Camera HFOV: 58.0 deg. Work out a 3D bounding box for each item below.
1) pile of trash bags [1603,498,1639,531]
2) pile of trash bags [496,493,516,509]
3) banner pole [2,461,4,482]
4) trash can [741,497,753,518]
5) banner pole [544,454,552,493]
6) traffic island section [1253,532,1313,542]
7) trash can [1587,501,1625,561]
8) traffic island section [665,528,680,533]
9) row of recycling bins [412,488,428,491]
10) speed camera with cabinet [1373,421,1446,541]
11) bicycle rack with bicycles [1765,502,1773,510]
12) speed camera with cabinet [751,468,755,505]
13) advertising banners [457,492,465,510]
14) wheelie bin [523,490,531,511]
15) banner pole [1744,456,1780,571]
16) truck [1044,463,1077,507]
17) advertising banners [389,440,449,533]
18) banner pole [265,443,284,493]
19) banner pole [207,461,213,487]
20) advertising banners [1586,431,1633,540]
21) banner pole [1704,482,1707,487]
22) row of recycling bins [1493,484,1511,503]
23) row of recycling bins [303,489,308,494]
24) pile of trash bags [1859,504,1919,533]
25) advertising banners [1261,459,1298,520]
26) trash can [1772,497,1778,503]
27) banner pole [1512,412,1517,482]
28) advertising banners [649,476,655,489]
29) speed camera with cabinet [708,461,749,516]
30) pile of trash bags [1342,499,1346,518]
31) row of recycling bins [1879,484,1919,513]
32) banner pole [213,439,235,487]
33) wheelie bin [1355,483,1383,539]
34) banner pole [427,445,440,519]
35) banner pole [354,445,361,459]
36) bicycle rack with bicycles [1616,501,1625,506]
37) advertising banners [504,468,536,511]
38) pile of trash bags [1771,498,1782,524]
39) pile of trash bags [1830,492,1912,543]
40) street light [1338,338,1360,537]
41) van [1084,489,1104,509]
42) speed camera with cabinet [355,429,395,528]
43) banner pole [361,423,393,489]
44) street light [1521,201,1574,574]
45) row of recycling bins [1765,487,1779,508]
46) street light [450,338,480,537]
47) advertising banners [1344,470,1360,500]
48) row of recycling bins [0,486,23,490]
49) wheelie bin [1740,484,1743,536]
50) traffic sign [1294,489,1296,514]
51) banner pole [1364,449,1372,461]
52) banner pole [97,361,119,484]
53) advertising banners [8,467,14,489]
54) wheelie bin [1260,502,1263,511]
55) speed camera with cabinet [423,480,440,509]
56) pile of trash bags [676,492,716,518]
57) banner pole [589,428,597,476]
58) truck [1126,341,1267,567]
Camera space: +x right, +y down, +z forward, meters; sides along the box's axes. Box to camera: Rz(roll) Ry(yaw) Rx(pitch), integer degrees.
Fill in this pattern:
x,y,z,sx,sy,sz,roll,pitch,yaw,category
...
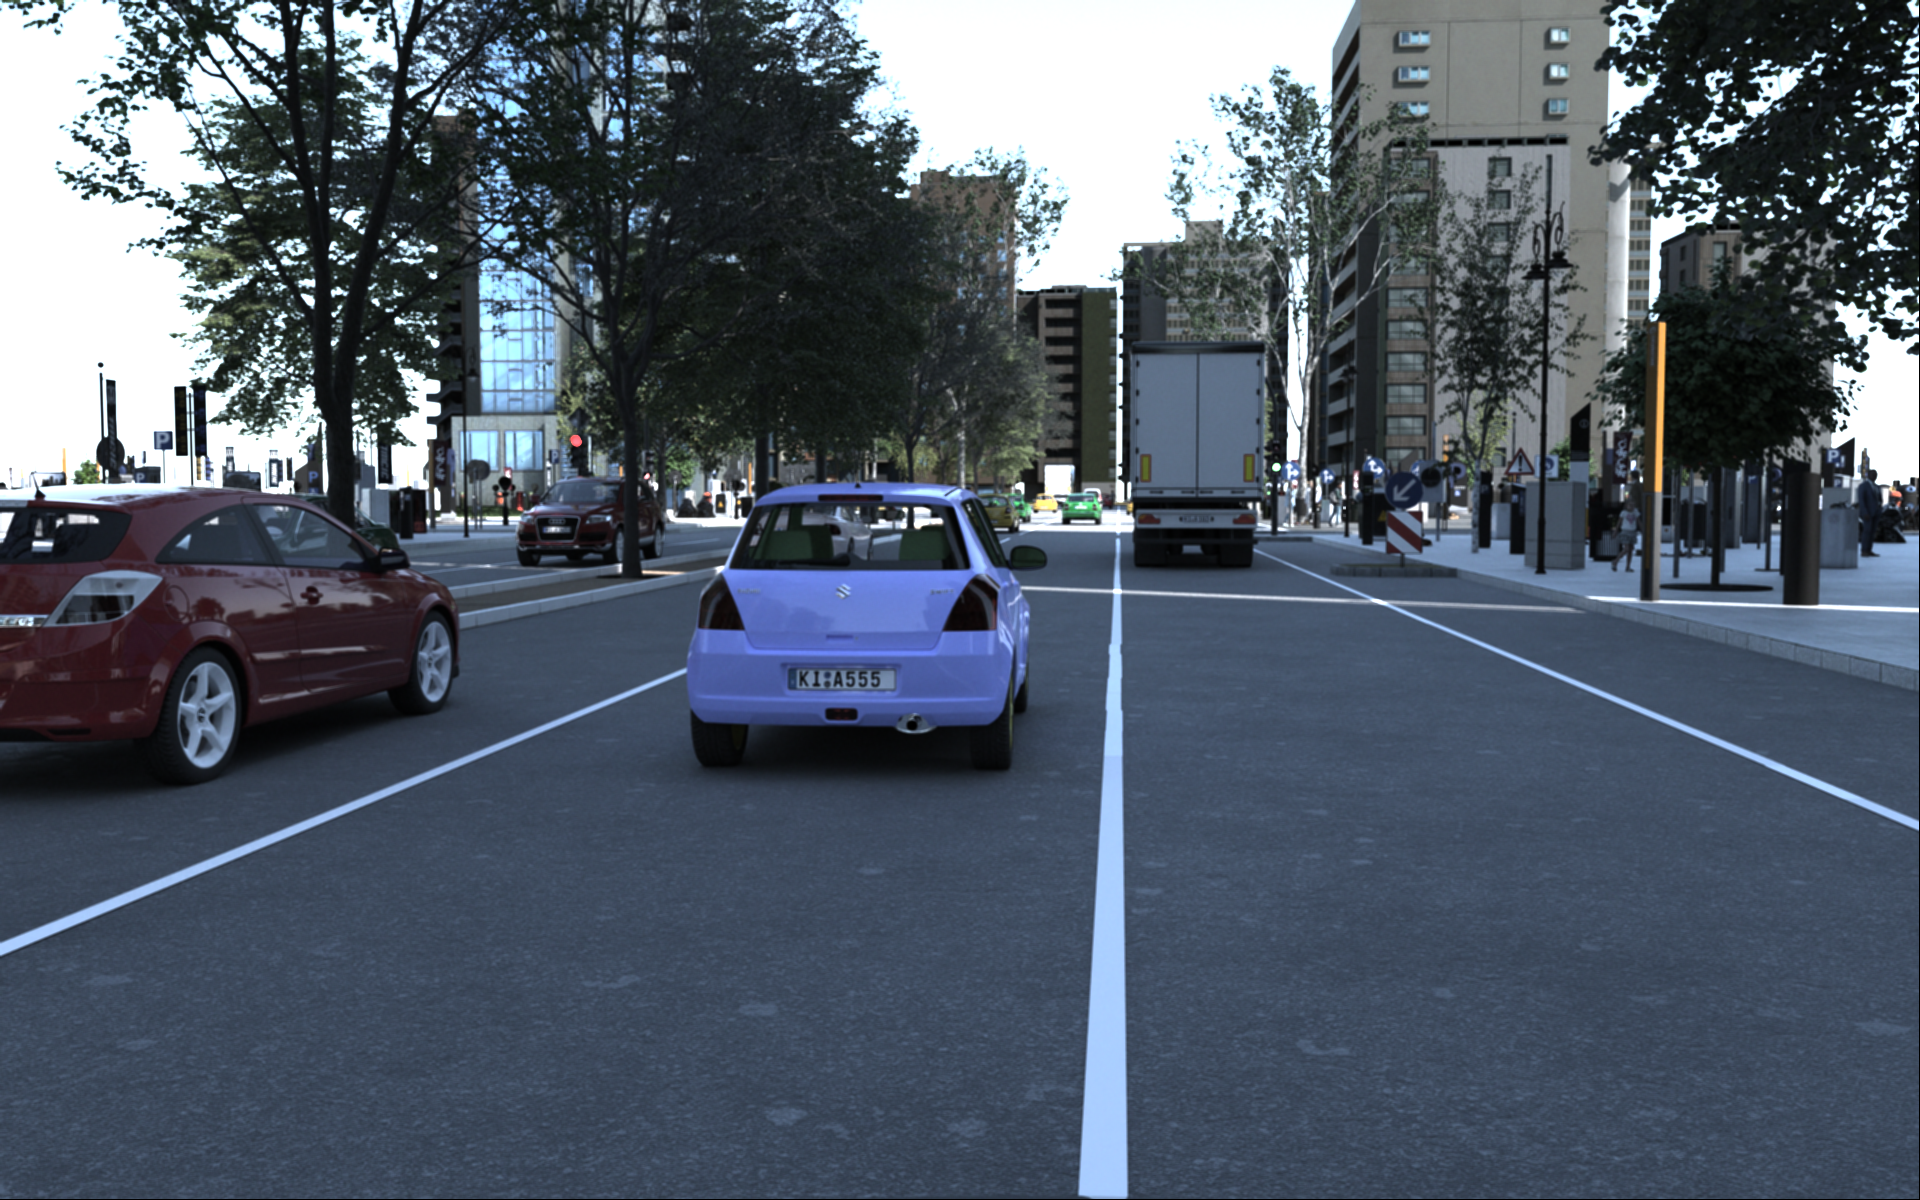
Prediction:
x,y,z,sx,sy,sz,roll,pitch,yaw,category
23.606,-3.113,60.650,3.447,1.369,1.912,2,4,34,pile of trash bags
-35.460,-7.866,138.354,3.447,1.369,1.912,1,4,11,pile of trash bags
-73.373,-8.731,132.775,0.401,3.779,0.863,-2,4,-24,banner pole
-11.413,-4.964,92.820,0.748,1.137,0.748,0,3,0,trash can
-25.790,-7.233,108.275,0.401,3.779,0.863,2,4,25,banner pole
9.741,-1.915,53.592,2.009,0.180,2.903,0,4,5,traffic island section
12.370,-1.314,33.142,0.748,1.137,0.748,0,3,0,trash can
-11.477,-2.525,63.557,2.009,0.180,2.903,0,4,5,traffic island section
-39.286,-7.097,123.148,3.534,1.692,1.069,0,4,2,row of recycling bins
12.190,-3.238,47.284,2.038,3.252,0.660,2,4,24,speed camera with cabinet
37.571,-4.023,79.157,2.925,0.926,2.852,-1,4,-15,bicycle rack with bicycles
-16.360,-8.406,131.765,2.038,3.252,0.660,-2,4,-25,speed camera with cabinet
-32.207,-6.962,110.010,0.090,3.025,2.074,3,4,37,advertising banners
-32.961,-7.582,131.875,0.693,1.594,0.980,2,4,30,wheelie bin
13.454,-2.390,29.089,0.401,3.779,0.863,-1,4,-15,banner pole
9.277,-10.469,160.089,2.839,4.237,11.283,0,4,6,truck
-17.701,-3.689,56.496,2.074,3.025,0.090,0,4,-7,advertising banners
-33.372,-5.793,84.739,0.863,3.779,0.401,-2,4,-26,banner pole
-50.014,-7.678,115.556,0.401,3.779,0.863,1,4,22,banner pole
17.671,-3.191,48.355,2.074,3.025,0.090,1,4,12,advertising banners
47.828,-7.367,110.463,0.863,3.779,0.401,0,4,-5,banner pole
24.013,-4.100,74.149,3.534,1.692,1.069,0,4,6,row of recycling bins
-45.001,-6.939,120.569,1.069,1.692,3.534,-1,4,-10,row of recycling bins
33.771,-3.190,61.910,1.912,1.369,3.447,1,4,13,pile of trash bags
15.953,-5.502,86.151,2.074,3.025,0.090,-1,4,-14,advertising banners
44.402,-5.055,94.297,0.748,1.137,0.748,0,3,0,trash can
16.768,-3.822,52.502,0.401,3.779,0.863,1,4,18,banner pole
-19.712,-6.774,106.941,0.090,3.025,2.074,2,4,33,advertising banners
-13.690,-6.611,102.429,2.038,3.252,0.660,-1,4,-22,speed camera with cabinet
19.231,-4.458,82.645,3.447,1.369,1.912,0,4,-7,pile of trash bags
38.067,-3.778,68.881,3.534,1.692,1.069,0,4,3,row of recycling bins
-33.558,-5.461,79.305,0.863,3.779,0.401,0,4,7,banner pole
11.813,-2.566,49.869,0.980,1.594,0.693,-1,4,-21,wheelie bin
-27.116,-6.065,89.175,0.863,3.779,0.401,-1,4,-15,banner pole
-30.008,-5.914,86.710,0.863,3.779,0.401,2,4,29,banner pole
33.370,-4.370,84.834,2.852,0.926,2.925,-1,4,-14,bicycle rack with bicycles
-28.786,-7.164,113.324,2.074,3.025,0.090,-1,4,-15,advertising banners
35.997,-3.942,74.205,1.912,1.369,3.447,0,4,4,pile of trash bags
24.579,-2.271,46.883,1.912,1.369,3.447,2,4,29,pile of trash bags
11.549,-4.817,51.541,0.468,5.910,1.993,0,4,5,street light
10.923,-8.347,143.477,2.013,2.044,4.112,0,4,4,van
-17.709,-3.530,52.053,0.660,3.252,2.038,-2,4,-33,speed camera with cabinet
-17.964,-3.889,53.598,0.863,3.779,0.401,-2,4,-28,banner pole
9.349,-3.359,27.710,0.468,5.910,1.993,0,4,5,street light
50.242,-6.047,105.973,1.069,1.692,3.534,-3,5,-39,row of recycling bins
-14.662,-4.800,51.275,0.468,5.910,1.993,0,4,5,street light
28.227,-7.974,126.568,2.074,3.025,0.090,-1,4,-10,advertising banners
-51.817,-5.251,92.969,3.534,1.692,1.069,0,4,8,row of recycling bins
23.630,-2.744,52.765,0.980,1.594,0.693,0,4,-4,wheelie bin
21.158,-6.685,109.402,0.768,2.556,0.104,1,4,11,traffic sign
22.901,-6.567,97.391,0.863,3.779,0.401,-3,5,-43,banner pole
-16.226,-2.631,33.030,0.401,3.779,0.863,0,4,-1,banner pole
-59.631,-6.940,109.657,2.074,3.025,0.090,2,4,32,advertising banners
23.177,-7.752,134.657,0.980,1.594,0.693,0,4,1,wheelie bin
-33.341,-6.962,108.160,2.038,3.252,0.660,3,4,38,speed camera with cabinet
-14.007,-5.099,93.125,1.912,1.369,3.447,1,4,8,pile of trash bags
-14.061,-4.647,65.988,0.401,3.779,0.863,-1,4,-21,banner pole
4.953,-2.966,37.408,2.839,4.237,11.283,0,4,6,truck
